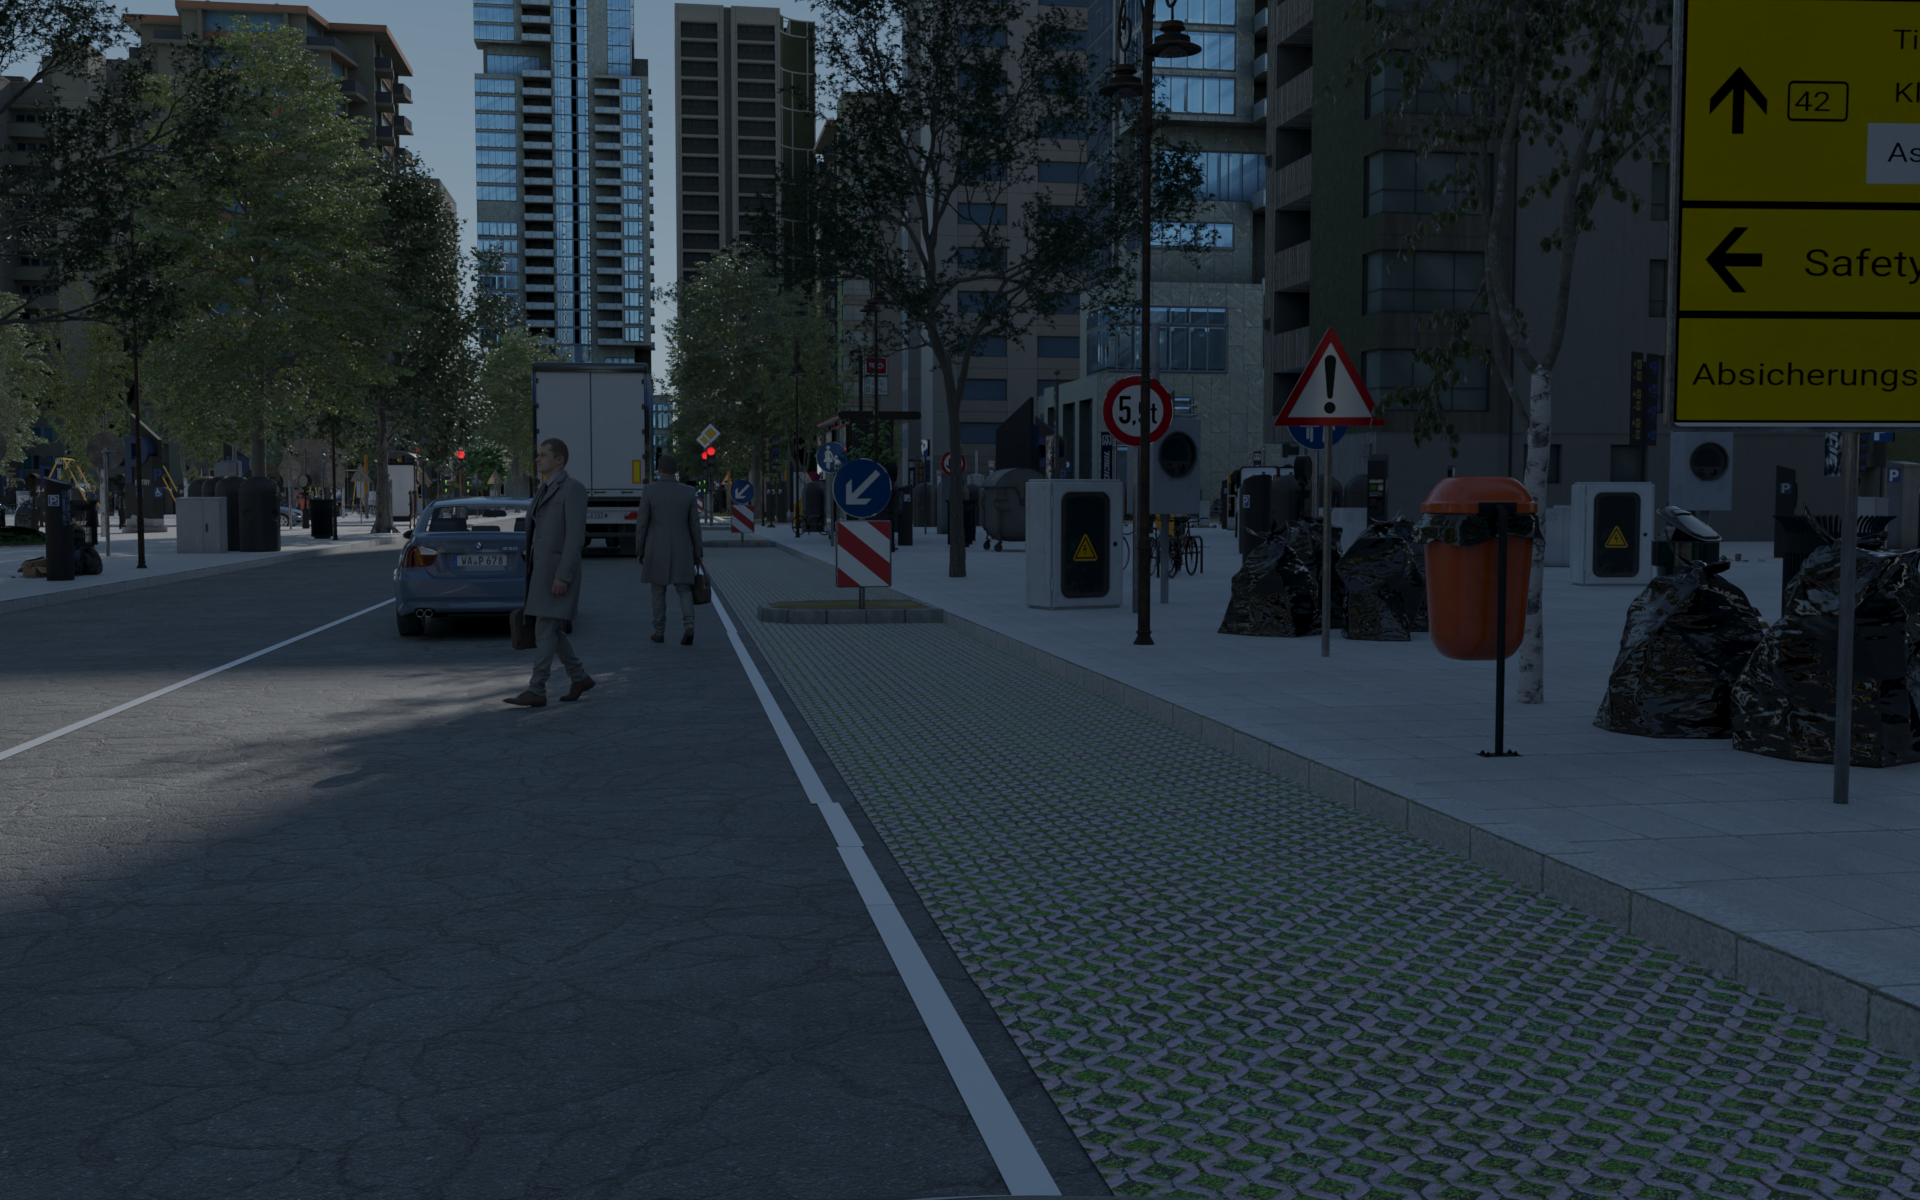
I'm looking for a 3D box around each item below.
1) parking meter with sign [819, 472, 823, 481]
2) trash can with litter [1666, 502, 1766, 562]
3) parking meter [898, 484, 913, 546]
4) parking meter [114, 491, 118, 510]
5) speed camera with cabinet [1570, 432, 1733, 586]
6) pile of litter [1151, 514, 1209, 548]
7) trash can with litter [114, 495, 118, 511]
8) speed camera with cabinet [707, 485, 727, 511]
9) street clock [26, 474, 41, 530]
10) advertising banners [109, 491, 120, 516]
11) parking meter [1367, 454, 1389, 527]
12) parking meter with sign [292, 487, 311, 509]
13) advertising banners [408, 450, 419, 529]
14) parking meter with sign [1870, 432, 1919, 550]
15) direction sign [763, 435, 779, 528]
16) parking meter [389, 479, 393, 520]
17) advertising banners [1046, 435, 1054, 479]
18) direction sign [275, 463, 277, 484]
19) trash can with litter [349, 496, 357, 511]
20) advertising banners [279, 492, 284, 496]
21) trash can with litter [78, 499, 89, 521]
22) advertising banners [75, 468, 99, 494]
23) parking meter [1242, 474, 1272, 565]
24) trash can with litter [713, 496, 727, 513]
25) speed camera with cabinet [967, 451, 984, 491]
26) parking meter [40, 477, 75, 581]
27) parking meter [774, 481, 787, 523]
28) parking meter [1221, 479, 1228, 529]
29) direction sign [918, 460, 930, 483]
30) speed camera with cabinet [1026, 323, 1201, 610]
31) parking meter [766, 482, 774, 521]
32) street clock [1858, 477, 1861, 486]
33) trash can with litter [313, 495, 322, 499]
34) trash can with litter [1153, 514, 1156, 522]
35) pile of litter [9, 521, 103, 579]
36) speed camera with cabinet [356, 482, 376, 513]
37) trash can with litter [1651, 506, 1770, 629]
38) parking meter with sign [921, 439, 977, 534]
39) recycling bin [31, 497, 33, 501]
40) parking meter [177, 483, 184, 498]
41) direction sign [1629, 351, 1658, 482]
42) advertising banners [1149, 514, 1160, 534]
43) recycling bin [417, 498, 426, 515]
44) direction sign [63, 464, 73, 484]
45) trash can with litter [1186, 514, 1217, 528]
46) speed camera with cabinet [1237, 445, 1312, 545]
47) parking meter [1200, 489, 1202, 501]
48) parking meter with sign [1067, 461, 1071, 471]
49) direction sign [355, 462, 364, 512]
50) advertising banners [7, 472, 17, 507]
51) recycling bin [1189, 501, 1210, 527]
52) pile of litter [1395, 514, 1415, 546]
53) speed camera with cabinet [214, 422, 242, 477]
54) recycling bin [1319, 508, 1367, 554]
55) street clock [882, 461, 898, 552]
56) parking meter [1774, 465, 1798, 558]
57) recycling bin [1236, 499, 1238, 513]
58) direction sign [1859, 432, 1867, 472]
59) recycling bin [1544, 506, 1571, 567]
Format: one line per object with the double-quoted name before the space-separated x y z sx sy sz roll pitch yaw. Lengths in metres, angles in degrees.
"parking meter with sign" -10.242 -8.615 137.124 1.738 3.016 0.543 1 4 21
"trash can with litter" 14.274 -1.362 33.334 2.233 1.210 1.678 2 4 31
"parking meter" -1.361 -2.119 43.055 0.372 1.533 0.369 0 3 0
"parking meter" -68.662 -8.114 141.066 0.372 1.533 0.369 0 3 0
"speed camera with cabinet" 9.678 -1.829 24.240 2.038 3.252 0.660 0 4 1
"pile of litter" 5.207 -1.717 42.035 1.176 0.858 1.719 -3 5 -40
"trash can with litter" -65.141 -7.510 133.842 1.678 1.210 2.233 -3 5 -44
"speed camera with cabinet" -18.031 -8.336 130.629 2.038 3.252 0.660 -1 4 -19
"street clock" -32.696 -3.462 61.168 0.471 2.002 0.358 1 4 14
"advertising banners" -49.069 -6.424 101.217 0.090 3.025 2.074 1 4 20
"parking meter" 6.054 -1.188 25.132 0.255 1.863 0.399 1 4 21
"parking meter with sign" -45.176 -7.456 118.161 1.738 3.016 0.543 -1 4 -13
"advertising banners" -20.177 -4.152 64.074 0.090 3.025 2.074 0 4 -7
"parking meter with sign" 21.866 -2.682 40.105 1.738 3.016 0.543 -2 4 -27
"direction sign" -7.231 -4.543 66.276 0.379 3.537 0.876 3 4 36
"parking meter" -22.017 -3.726 66.632 0.255 1.863 0.399 0 4 2
"advertising banners" 2.363 -3.432 52.300 0.090 3.025 2.074 -2 4 -23
"direction sign" -49.582 -8.174 125.642 0.379 3.537 0.876 -2 4 -27
"trash can with litter" -46.732 -7.505 134.101 1.055 1.170 0.624 -1 4 -17
"advertising banners" -52.772 -8.559 136.135 0.090 3.025 2.074 1 4 21
"trash can with litter" -41.957 -4.383 83.047 1.055 1.170 0.624 0 4 -2
"advertising banners" -57.724 -7.280 115.220 2.074 3.025 0.090 -3 5 -44
"parking meter" 3.854 -0.860 22.478 0.372 1.533 0.369 0 3 0
"trash can with litter" -16.513 -6.563 118.700 1.055 1.170 0.624 0 4 0
"speed camera with cabinet" 1.390 -5.237 79.956 2.038 3.252 0.660 -1 4 -12
"parking meter" -13.363 -1.057 25.690 0.372 1.533 0.369 0 3 0
"parking meter" -7.901 -4.347 76.780 0.399 1.863 0.255 2 4 35
"parking meter" 9.744 -3.520 63.262 0.399 1.863 0.255 1 4 23
"direction sign" -2.403 -7.521 114.970 0.876 3.537 0.379 0 4 5
"speed camera with cabinet" 1.758 -1.552 19.710 2.038 3.252 0.660 -2 4 -29
"parking meter" -8.859 -4.609 81.075 0.399 1.863 0.255 3 5 39
"street clock" 33.172 -3.659 64.390 0.471 2.002 0.358 0 4 6
"trash can with litter" -40.470 -5.929 107.997 2.233 1.210 1.678 -3 4 -36
"trash can with litter" 9.273 -4.219 80.375 1.055 1.170 0.624 3 5 39
"pile of litter" -14.176 -0.804 27.105 1.176 0.858 1.719 1 4 19
"speed camera with cabinet" -39.598 -7.441 116.003 0.660 3.252 2.038 1 4 14
"trash can with litter" 6.959 -0.284 16.033 0.624 1.170 1.055 -3 4 -37
"parking meter with sign" -0.345 -3.622 55.473 1.738 3.016 0.543 -2 4 -24
"recycling bin" -70.117 -7.223 130.649 0.722 1.027 0.722 -1 4 -11
"parking meter" -41.206 -5.256 91.652 0.399 1.863 0.255 -2 4 -26
"direction sign" 10.982 -2.194 27.871 0.876 3.537 0.379 -3 5 -43
"advertising banners" 6.611 -3.645 55.779 0.090 3.025 2.074 -3 5 -44
"recycling bin" -32.911 -5.684 105.482 0.722 1.027 0.722 -1 4 -10
"direction sign" -70.082 -8.832 136.400 0.379 3.537 0.876 0 4 4
"trash can with litter" 9.047 -3.319 65.321 2.233 1.210 1.678 3 5 45
"speed camera with cabinet" 7.660 -2.922 42.107 0.660 3.252 2.038 -2 4 -35
"parking meter" 11.701 -4.685 85.012 0.372 1.533 0.369 0 3 0
"parking meter with sign" 5.432 -5.866 92.173 0.543 3.016 1.738 0 4 -8
"direction sign" -42.315 -7.978 122.436 0.379 3.537 0.876 3 4 36
"advertising banners" -75.653 -8.740 139.087 2.074 3.025 0.090 -1 4 -19
"recycling bin" 9.288 -3.353 67.373 0.722 1.027 0.722 0 4 -5
"pile of litter" 9.739 -1.405 36.942 1.176 0.858 1.719 3 4 39
"speed camera with cabinet" -20.266 -3.309 48.438 0.660 3.252 2.038 0 4 -7
"recycling bin" 7.068 -1.180 31.846 0.722 1.027 0.722 -2 4 -28
"street clock" -1.548 -2.053 38.142 0.358 2.002 0.471 -1 4 -20
"parking meter" 16.600 -1.779 34.804 0.399 1.863 0.255 2 4 28
"recycling bin" 12.893 -4.254 82.100 0.722 1.027 0.722 2 4 23
"direction sign" 32.046 -4.287 62.096 0.876 3.537 0.379 0 4 -4
"recycling bin" 10.703 -1.105 30.616 0.722 1.027 0.722 2 4 25
